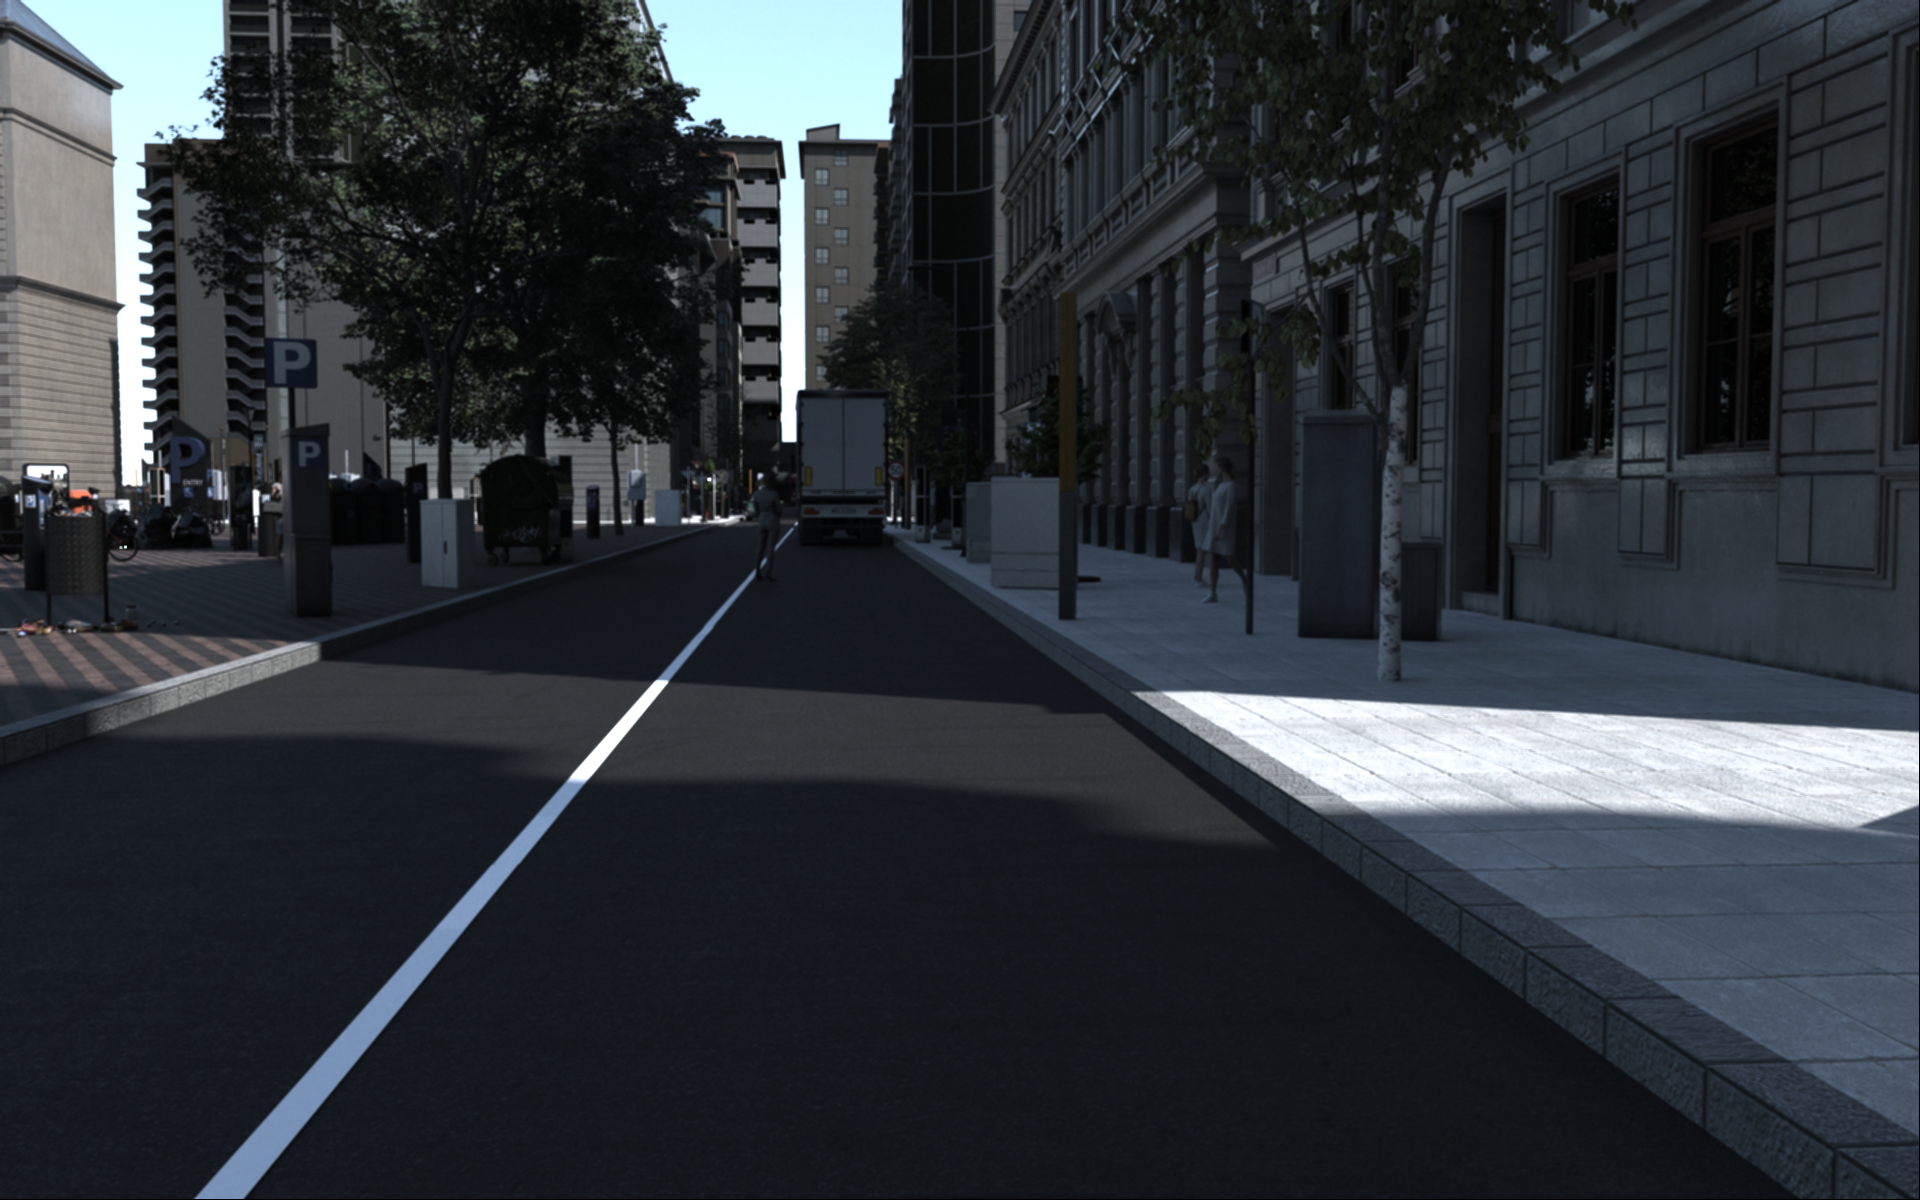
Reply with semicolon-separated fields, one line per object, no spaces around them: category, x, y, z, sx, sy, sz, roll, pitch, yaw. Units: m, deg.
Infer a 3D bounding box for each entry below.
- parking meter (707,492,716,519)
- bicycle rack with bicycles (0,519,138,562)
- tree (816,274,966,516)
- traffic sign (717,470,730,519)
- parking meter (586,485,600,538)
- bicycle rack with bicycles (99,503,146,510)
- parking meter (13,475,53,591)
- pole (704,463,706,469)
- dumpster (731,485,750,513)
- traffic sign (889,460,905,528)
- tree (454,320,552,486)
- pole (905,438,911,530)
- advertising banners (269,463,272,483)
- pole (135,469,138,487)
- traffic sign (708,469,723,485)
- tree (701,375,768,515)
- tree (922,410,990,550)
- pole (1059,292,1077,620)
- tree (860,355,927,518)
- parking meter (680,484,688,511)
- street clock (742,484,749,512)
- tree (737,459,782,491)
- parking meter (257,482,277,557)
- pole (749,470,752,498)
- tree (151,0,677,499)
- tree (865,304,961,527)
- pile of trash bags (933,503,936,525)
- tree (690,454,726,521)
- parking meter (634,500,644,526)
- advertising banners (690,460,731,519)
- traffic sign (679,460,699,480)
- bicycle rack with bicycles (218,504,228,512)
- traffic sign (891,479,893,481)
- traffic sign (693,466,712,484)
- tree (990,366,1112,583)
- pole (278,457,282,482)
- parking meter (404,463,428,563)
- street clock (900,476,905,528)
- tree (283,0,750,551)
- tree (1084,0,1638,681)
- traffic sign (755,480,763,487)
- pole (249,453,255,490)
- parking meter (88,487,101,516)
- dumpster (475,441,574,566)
parking meter;-12.528;-4.991;87.311;0.399;1.863;0.255;0;4;-4
bicycle rack with bicycles;-17.262;-1.147;32.141;2.925;0.926;2.852;0;4;7
tree;-3.931;-11.942;101.912;9.857;13.997;8.962;0;3;0
traffic sign;-12.341;-5.492;89.895;0.768;2.556;0.104;0;4;-1
parking meter;-10.667;-2.565;50.342;0.372;1.533;0.369;0;3;0
bicycle rack with bicycles;-32.183;-3.195;65.627;2.925;0.926;2.852;3;5;41
parking meter;-12.297;-0.900;23.121;0.372;1.533;0.369;0;3;0
pole;-16.705;-7.313;113.403;0.158;3.312;0.155;0;3;0
dumpster;-14.850;-6.803;116.980;1.264;1.857;1.865;0;4;-5
traffic sign;-2.385;-3.948;64.662;0.768;2.556;0.104;0;4;1
tree;-17.719;-7.129;66.927;4.360;8.622;3.978;0;3;0
pole;-1.889;-4.201;62.536;0.158;3.312;0.155;0;3;0
advertising banners;-39.038;-6.266;98.630;0.090;3.025;2.074;0;4;-8
pole;-65.793;-8.843;138.420;0.158;3.312;0.155;0;3;0
traffic sign;-11.214;-4.693;78.917;0.795;2.593;0.064;0;4;-5
tree;-14.260;-9.626;107.752;4.360;8.622;3.978;0;3;0
tree;-0.085;-2.792;40.249;1.663;3.219;1.824;0;3;0
pole;1.101;-1.456;17.644;0.158;3.312;0.155;0;3;0
tree;-3.794;-8.623;91.349;4.737;8.622;4.395;0;3;0
parking meter;-15.821;-5.733;99.446;0.399;1.863;0.255;1;4;18
street clock;-15.718;-7.484;126.929;0.471;2.002;0.358;-3;5;-44
tree;-19.219;-10.939;162.558;4.285;4.588;4.351;0;3;0
parking meter;-14.163;-1.651;35.413;0.372;1.533;0.369;0;3;0
pole;-17.370;-9.162;143.646;0.158;3.312;0.155;0;3;0
tree;-7.609;-5.520;24.661;8.767;10.594;7.601;1;4;10
tree;-1.981;-7.192;67.946;4.360;8.622;3.978;0;3;0
pile of trash bags;0.410;-3.764;71.297;3.447;1.369;1.912;-2;4;-24
tree;-12.072;-5.457;83.820;1.663;3.219;1.824;0;3;0
parking meter;-13.023;-3.785;70.297;0.372;1.533;0.369;0;3;0
advertising banners;-12.994;-5.744;90.105;2.074;3.025;0.090;0;4;-1
traffic sign;-10.367;-4.060;66.111;0.795;2.593;0.064;0;4;1
bicycle rack with bicycles;-44.857;-5.651;105.780;2.925;0.926;2.852;-1;4;-23
traffic sign;-2.767;-4.453;72.536;0.795;2.593;0.064;0;4;4
traffic sign;-10.581;-4.206;70.957;0.795;2.593;0.064;0;4;-5
tree;1.419;-1.888;25.471;1.663;3.219;1.824;0;3;0
pole;-37.729;-6.260;96.201;0.158;3.312;0.155;0;3;0
parking meter;-10.148;-1.627;32.312;0.399;1.863;0.255;-2;4;-30
street clock;-2.103;-3.708;65.194;0.358;2.002;0.471;1;4;11
tree;-9.645;-8.072;38.636;9.857;13.997;8.962;0;3;0
tree;2.925;-3.765;11.917;4.737;8.622;4.395;0;3;0
traffic sign;-16.797;-8.885;145.375;0.768;2.556;0.104;0;4;1
pole;-36.166;-5.784;88.411;0.158;3.312;0.155;0;3;0
parking meter;-30.937;-3.273;61.920;0.372;1.533;0.369;0;3;0
dumpster;-7.946;-1.781;31.616;1.502;2.255;1.985;0;4;-4
